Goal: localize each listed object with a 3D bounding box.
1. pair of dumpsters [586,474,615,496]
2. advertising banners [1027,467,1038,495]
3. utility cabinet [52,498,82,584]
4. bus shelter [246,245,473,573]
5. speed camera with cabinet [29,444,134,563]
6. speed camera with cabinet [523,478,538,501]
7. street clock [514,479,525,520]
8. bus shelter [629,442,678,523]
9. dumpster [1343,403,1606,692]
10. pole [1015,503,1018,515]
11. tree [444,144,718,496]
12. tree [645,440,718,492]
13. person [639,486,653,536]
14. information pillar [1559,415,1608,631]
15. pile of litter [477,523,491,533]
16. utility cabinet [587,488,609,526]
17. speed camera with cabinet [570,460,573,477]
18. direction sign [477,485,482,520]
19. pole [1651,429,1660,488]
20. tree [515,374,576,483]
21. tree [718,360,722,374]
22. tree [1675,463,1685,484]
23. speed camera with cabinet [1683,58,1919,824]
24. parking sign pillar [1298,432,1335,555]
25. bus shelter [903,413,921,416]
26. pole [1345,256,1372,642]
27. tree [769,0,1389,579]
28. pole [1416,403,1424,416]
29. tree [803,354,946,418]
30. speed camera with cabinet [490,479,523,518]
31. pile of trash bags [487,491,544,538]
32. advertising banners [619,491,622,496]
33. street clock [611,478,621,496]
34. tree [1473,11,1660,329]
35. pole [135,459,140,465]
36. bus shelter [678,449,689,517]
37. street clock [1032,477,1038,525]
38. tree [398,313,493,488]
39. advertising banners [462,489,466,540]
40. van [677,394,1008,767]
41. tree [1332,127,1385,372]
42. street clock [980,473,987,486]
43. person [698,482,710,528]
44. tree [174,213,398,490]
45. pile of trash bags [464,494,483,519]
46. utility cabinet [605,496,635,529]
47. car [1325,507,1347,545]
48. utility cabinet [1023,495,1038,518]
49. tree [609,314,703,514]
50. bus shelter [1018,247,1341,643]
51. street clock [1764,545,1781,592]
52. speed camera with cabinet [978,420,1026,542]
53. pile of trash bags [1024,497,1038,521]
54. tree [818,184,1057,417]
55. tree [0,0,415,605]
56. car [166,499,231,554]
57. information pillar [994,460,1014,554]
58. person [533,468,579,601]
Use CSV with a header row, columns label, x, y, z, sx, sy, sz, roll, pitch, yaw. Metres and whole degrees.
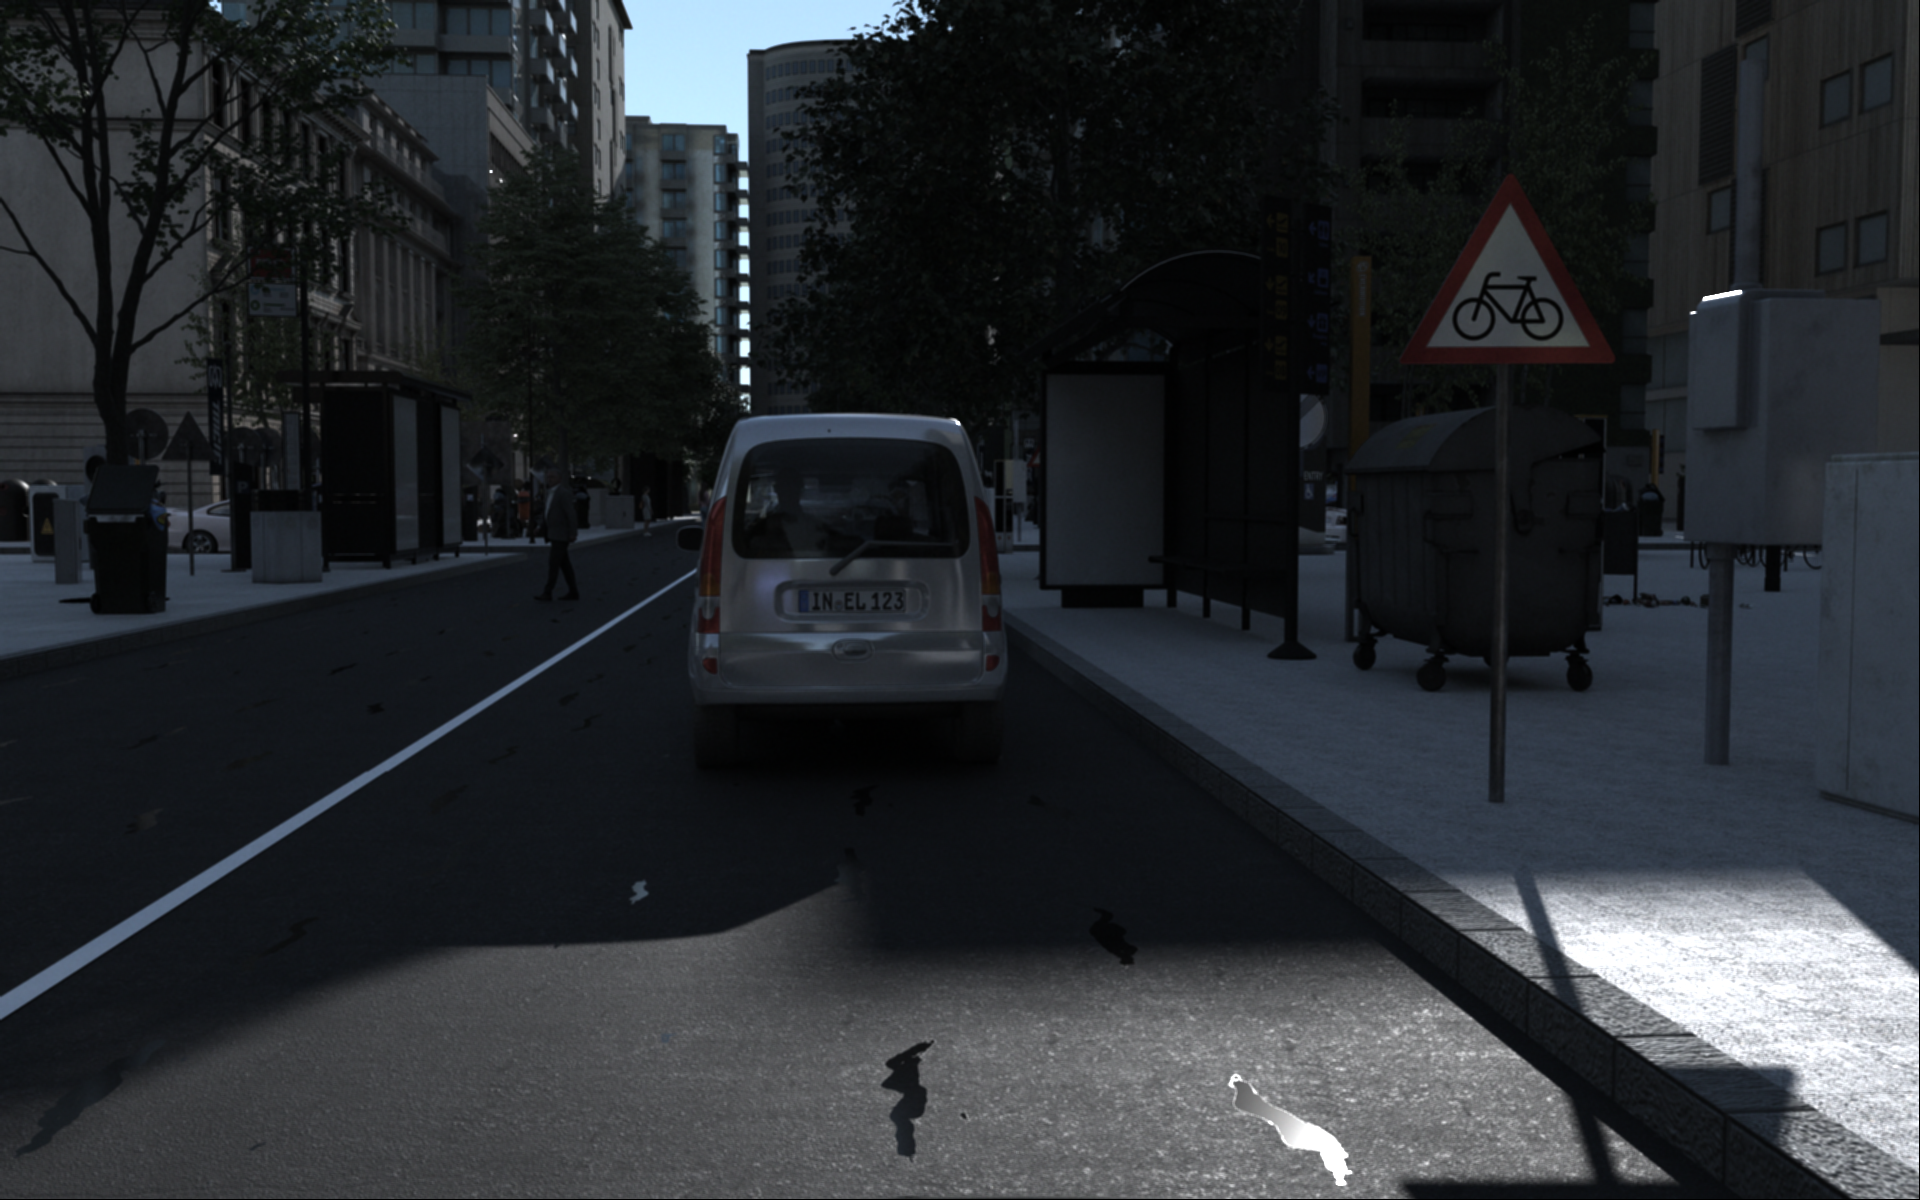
label,x,y,z,sx,sy,sz,roll,pitch,yaw
pair of dumpsters,-17.049,-4.805,81.059,1.574,2.255,4.437,0,4,-5
advertising banners,4.238,-6.552,103.317,2.074,3.025,0.090,-3,4,-37
utility cabinet,-12.952,-0.856,25.164,0.306,1.237,1.020,-1,4,-23
bus shelter,-10.634,-3.251,30.792,2.179,5.291,8.768,0,4,-5
speed camera with cabinet,-16.395,-2.321,32.286,2.038,3.252,0.660,1,4,20
speed camera with cabinet,-24.668,-6.283,97.071,2.038,3.252,0.660,1,4,22
street clock,-20.845,-4.732,81.940,0.471,2.002,0.358,0,4,7
bus shelter,-14.486,-5.499,81.199,1.731,3.624,6.357,0,4,-5
dumpster,3.515,-0.377,11.927,1.264,1.857,1.865,0,4,-5
pole,3.467,-6.888,106.463,0.158,3.312,0.155,0,3,0
tree,-13.522,-8.504,57.163,7.486,12.596,7.792,0,3,0
tree,-16.968,-7.138,100.420,4.285,4.588,4.351,0,3,0
person,-10.806,-3.071,59.708,0.522,1.701,0.512,-2,4,-35
information pillar,5.829,-0.719,16.256,0.304,2.012,0.304,-1,4,-22
pile of litter,-15.743,-2.698,58.075,1.176,0.858,1.719,2,4,24
utility cabinet,-15.124,-3.848,71.592,1.173,1.500,0.318,-2,4,-29
speed camera with cabinet,-20.559,-5.991,92.287,0.660,3.252,2.038,1,4,13
direction sign,-23.509,-5.651,84.396,0.379,3.537,0.876,3,4,39
pole,21.908,-3.716,54.601,0.158,3.312,0.155,0,3,0
tree,-23.712,-9.189,100.597,4.360,8.622,3.978,0,3,0
tree,-13.512,-9.414,72.039,7.486,12.596,7.792,0,3,0
tree,26.094,-4.043,60.706,1.663,3.219,1.824,0,3,0
speed camera with cabinet,3.892,-0.796,7.345,0.660,3.252,2.038,0,4,-8
parking sign pillar,7.299,-2.971,37.045,1.447,3.967,1.447,-3,5,-44
bus shelter,-2.801,-6.482,83.611,2.179,5.291,8.768,0,4,-5
pole,3.445,-1.293,14.976,0.158,3.312,0.155,0,3,0
tree,1.531,-6.660,25.896,9.611,12.733,9.660,0,3,0
pole,10.297,-2.752,38.842,0.158,3.312,0.155,0,3,0
tree,-4.591,-11.619,96.627,9.857,13.997,8.962,0,3,0
speed camera with cabinet,-21.058,-5.243,80.057,0.660,3.252,2.038,0,4,8
pile of trash bags,-13.191,-2.597,52.218,1.912,1.369,3.447,-1,4,-13
advertising banners,-18.116,-5.924,93.051,0.090,3.025,2.074,-2,4,-29
street clock,-15.858,-4.609,79.931,0.471,2.002,0.358,-1,4,-11
tree,8.997,-4.706,27.307,4.737,8.622,4.395,0,3,0
pole,-24.306,-3.514,51.305,0.158,3.312,0.155,0,3,0
bus shelter,-15.704,-6.244,93.370,1.731,3.624,6.357,0,4,-5
street clock,3.170,-4.151,72.443,0.358,2.002,0.471,-1,4,-12
tree,-21.360,-7.397,71.301,4.737,8.622,4.395,0,3,0
advertising banners,-13.715,-3.118,47.168,0.090,3.025,2.074,0,4,-5
van,-0.739,-0.216,10.536,2.013,2.044,4.112,0,4,-6
tree,8.903,-5.059,33.085,4.737,8.622,4.395,0,3,0
street clock,0.693,-3.385,59.921,0.358,2.002,0.471,-3,5,-41
person,-8.163,-2.883,55.649,0.555,1.821,0.388,2,4,26
tree,-18.085,-5.810,45.357,4.737,8.622,4.395,0,3,0
pile of trash bags,-25.042,-4.824,88.632,1.912,1.369,3.447,0,4,-8
utility cabinet,-12.440,-3.191,63.328,1.020,1.237,0.306,0,4,-3
car,11.153,-1.790,41.629,4.827,1.381,2.083,0,4,-4
utility cabinet,3.849,-5.085,94.302,0.306,1.237,1.020,3,4,38
tree,-17.691,-11.835,110.512,9.611,12.733,9.660,0,3,0
bus shelter,1.895,-1.411,17.002,2.014,3.302,5.546,0,4,-5
street clock,10.730,-1.116,22.815,0.358,2.002,0.471,2,4,26
speed camera with cabinet,0.940,-3.225,47.062,0.660,3.252,2.038,-3,4,-38
pile of trash bags,4.508,-4.357,80.987,1.912,1.369,3.447,-2,4,-30
tree,-0.384,-7.904,54.991,9.928,11.665,9.643,0,3,0
tree,-9.900,-5.773,20.139,9.928,11.665,9.643,0,3,0
car,-15.360,-1.620,38.853,4.827,1.381,2.083,0,4,-4
information pillar,0.945,-2.010,37.353,0.304,2.012,0.304,3,5,40
person,-5.449,-0.875,23.197,0.661,1.777,0.834,3,5,40
